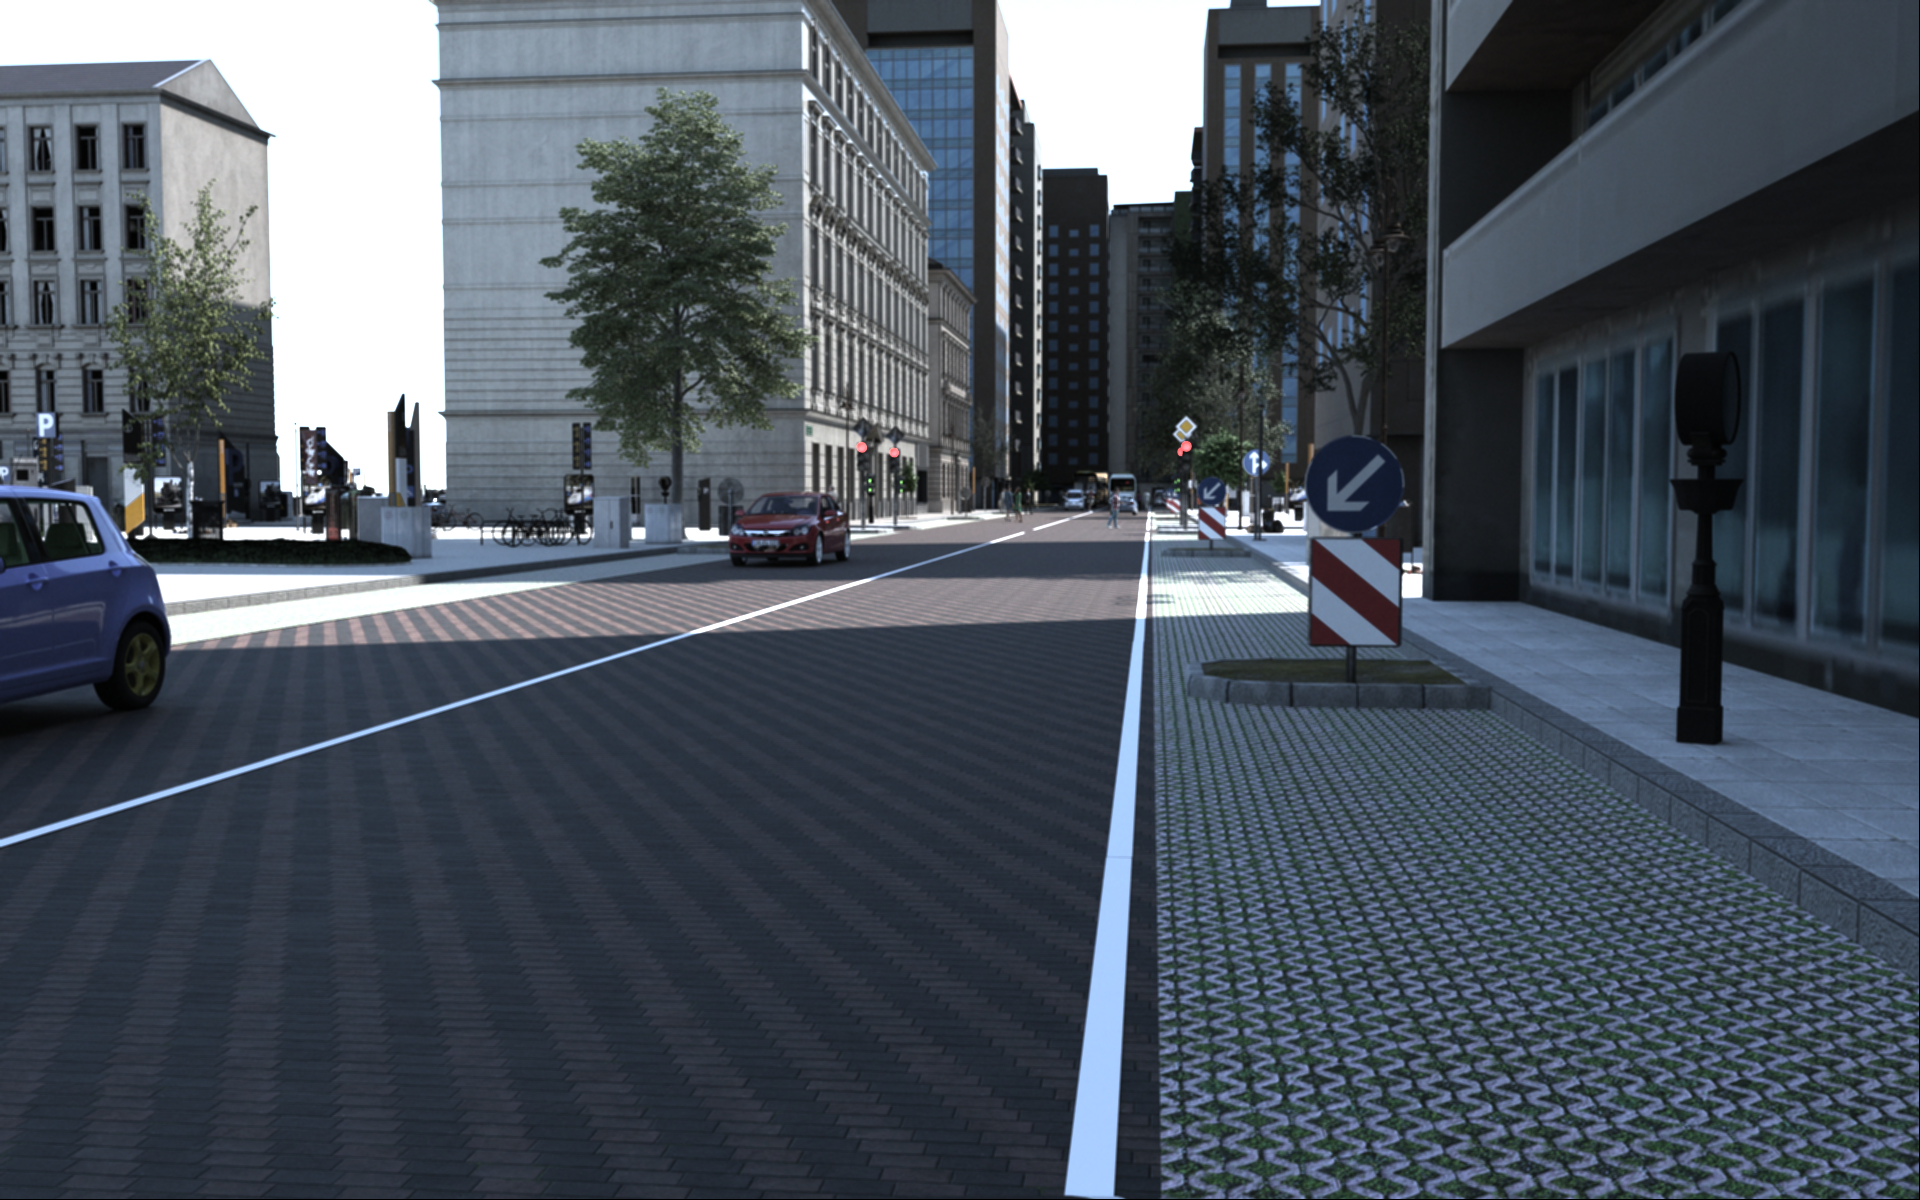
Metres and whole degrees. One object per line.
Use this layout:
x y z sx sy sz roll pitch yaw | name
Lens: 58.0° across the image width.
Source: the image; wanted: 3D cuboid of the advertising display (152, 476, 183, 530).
-28.263 -3.462 61.813 0.974 1.923 0.123 -2 4 -35 | advertising display

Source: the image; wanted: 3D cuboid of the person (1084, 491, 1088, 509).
12.104 -9.823 169.644 0.750 1.759 0.617 -1 4 -9 | person

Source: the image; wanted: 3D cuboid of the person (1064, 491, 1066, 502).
12.663 -12.231 208.488 1.348 1.823 0.705 3 4 39 | person

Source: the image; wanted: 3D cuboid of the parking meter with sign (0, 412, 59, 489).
-19.729 -2.444 36.224 0.543 3.016 1.738 1 4 19 | parking meter with sign

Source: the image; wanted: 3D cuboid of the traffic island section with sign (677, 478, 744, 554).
-5.606 -2.029 41.809 1.989 1.847 2.006 0 4 6 | traffic island section with sign

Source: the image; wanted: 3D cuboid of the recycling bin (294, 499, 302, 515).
-41.276 -5.810 107.543 0.722 1.027 0.722 -1 4 -17 | recycling bin

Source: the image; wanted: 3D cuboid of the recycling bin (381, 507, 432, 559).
-11.073 -1.353 34.669 0.722 1.027 0.722 1 4 13 | recycling bin

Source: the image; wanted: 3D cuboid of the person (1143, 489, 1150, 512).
15.214 -8.122 141.386 0.635 1.810 0.391 -2 4 -35 | person

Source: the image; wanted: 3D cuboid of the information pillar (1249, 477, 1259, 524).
12.711 -4.305 74.882 0.304 2.012 0.304 -1 4 -11 | information pillar

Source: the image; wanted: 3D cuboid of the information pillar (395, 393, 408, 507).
-12.883 -2.973 39.958 0.183 3.616 0.504 0 4 3 | information pillar

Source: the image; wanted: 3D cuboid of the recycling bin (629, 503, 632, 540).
-9.602 -2.180 48.205 0.722 1.027 0.722 1 4 16 | recycling bin

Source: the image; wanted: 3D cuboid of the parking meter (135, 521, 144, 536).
-25.301 -2.741 53.219 0.372 1.533 0.369 0 3 0 | parking meter

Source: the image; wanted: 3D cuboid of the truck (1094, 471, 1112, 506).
17.517 -13.965 217.247 2.839 4.237 11.283 0 4 8 | truck

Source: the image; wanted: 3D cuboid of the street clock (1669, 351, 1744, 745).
3.830 -0.265 8.910 0.358 2.002 0.471 2 4 35 | street clock

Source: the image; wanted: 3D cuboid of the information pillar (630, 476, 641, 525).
-13.554 -4.149 72.328 0.304 2.012 0.304 1 4 20 | information pillar

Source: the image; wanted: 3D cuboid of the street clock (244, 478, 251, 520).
-33.059 -4.630 80.273 0.358 2.002 0.471 0 4 4 | street clock

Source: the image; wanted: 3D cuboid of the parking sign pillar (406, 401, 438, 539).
-15.802 -3.752 49.815 1.447 3.967 1.447 -1 4 -10 | parking sign pillar

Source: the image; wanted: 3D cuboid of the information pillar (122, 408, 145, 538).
-22.480 -3.408 47.082 0.504 3.616 0.183 -1 4 -12 | information pillar

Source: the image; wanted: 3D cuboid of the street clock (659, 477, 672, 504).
-12.191 -4.104 71.665 0.471 2.002 0.358 1 4 20 | street clock

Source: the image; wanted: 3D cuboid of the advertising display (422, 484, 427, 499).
-33.338 -6.275 107.807 0.123 1.923 0.974 -2 4 -27 | advertising display

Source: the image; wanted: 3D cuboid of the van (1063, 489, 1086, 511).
9.908 -8.731 149.755 2.013 2.044 4.112 0 4 6 | van

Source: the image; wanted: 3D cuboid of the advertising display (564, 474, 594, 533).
-12.479 -3.153 56.758 0.974 1.923 0.123 -2 4 -32 | advertising display

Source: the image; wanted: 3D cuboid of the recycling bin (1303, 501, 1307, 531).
12.223 -2.863 59.364 0.722 1.027 0.722 -1 4 -11 | recycling bin

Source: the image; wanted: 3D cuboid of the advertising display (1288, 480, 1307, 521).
15.906 -4.658 81.377 0.974 1.923 0.123 1 4 9 | advertising display

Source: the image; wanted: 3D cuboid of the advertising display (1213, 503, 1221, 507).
12.679 -4.930 85.815 0.123 1.923 0.974 2 4 35 | advertising display

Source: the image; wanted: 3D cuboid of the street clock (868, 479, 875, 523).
-3.893 -4.366 75.960 0.358 2.002 0.471 0 4 8 | street clock

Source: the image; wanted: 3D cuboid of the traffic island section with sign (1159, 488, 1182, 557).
5.672 -1.916 39.952 1.989 1.847 2.006 0 4 6 | traffic island section with sign

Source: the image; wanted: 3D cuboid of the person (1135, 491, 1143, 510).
15.893 -8.799 153.046 1.217 1.739 0.721 -2 4 -32 | person

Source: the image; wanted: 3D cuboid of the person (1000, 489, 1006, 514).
3.000 -6.872 120.960 0.391 1.810 0.635 -2 4 -29 | person

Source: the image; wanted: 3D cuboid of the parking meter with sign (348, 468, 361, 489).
-39.578 -7.127 112.786 0.543 3.016 1.738 0 4 2 | parking meter with sign

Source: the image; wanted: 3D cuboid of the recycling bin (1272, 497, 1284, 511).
23.690 -7.120 128.965 0.722 1.027 0.722 1 4 21 | recycling bin

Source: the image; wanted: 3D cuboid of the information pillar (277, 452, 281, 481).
-35.167 -5.989 89.281 0.504 3.616 0.183 3 5 40 | information pillar

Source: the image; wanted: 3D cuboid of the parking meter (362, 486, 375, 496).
-17.875 -2.691 52.412 0.372 1.533 0.369 0 3 0 | parking meter

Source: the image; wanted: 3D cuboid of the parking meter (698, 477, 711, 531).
-8.970 -3.366 60.741 0.399 1.863 0.255 -2 4 -31 | parking meter

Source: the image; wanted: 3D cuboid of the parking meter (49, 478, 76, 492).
-14.164 -1.159 27.366 0.372 1.533 0.369 0 3 0 | parking meter

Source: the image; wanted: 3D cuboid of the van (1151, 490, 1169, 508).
20.875 -10.561 179.681 2.013 2.044 4.112 0 4 5 | van

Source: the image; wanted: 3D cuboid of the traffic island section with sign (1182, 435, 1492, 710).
2.641 -0.236 12.480 1.989 1.847 2.006 0 4 6 | traffic island section with sign

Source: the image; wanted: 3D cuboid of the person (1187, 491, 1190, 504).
29.667 -13.302 225.624 0.705 1.869 1.348 3 5 43 | person

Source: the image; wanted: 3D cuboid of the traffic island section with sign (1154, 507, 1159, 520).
11.752 -5.285 95.035 1.989 1.847 2.006 0 4 6 | traffic island section with sign

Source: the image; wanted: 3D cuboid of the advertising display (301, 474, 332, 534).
-20.651 -3.084 55.643 0.974 1.923 0.123 -3 5 -43 | advertising display

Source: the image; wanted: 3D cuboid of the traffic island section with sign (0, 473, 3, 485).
-8.636 -0.352 14.383 1.989 1.847 2.006 0 4 6 | traffic island section with sign

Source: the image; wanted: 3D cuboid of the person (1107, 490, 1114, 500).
13.759 -8.995 155.559 0.705 1.826 1.348 -3 4 -37 | person

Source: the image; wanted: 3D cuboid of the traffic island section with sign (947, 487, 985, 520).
0.366 -5.347 96.046 1.989 1.847 2.006 0 4 6 | traffic island section with sign

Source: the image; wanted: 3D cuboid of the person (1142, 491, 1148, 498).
23.139 -12.628 214.972 1.348 1.824 0.705 -3 5 -41 | person

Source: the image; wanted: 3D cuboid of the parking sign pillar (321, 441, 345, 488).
-31.675 -6.056 87.487 1.447 3.967 1.447 2 4 32 | parking sign pillar

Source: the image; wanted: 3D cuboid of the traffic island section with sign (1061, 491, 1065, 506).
11.761 -11.660 199.273 1.989 1.847 2.006 0 4 6 | traffic island section with sign

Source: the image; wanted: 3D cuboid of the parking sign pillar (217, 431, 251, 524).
-31.166 -5.238 74.114 1.447 3.967 1.447 1 4 10 | parking sign pillar

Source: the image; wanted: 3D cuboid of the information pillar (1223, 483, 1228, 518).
14.406 -6.283 94.078 0.183 3.616 0.504 -1 4 -21 | information pillar

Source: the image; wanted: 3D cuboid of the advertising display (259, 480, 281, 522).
-32.259 -4.634 80.986 0.974 1.923 0.123 -2 4 -35 | advertising display

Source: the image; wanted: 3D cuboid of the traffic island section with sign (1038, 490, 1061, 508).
8.806 -10.022 172.479 1.989 1.847 2.006 0 4 6 | traffic island section with sign

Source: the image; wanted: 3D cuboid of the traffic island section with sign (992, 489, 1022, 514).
3.363 -6.999 123.062 1.989 1.847 2.006 0 4 6 | traffic island section with sign

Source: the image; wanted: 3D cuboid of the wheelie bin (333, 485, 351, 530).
-22.382 -3.355 62.760 0.980 1.594 0.693 0 4 8 | wheelie bin
